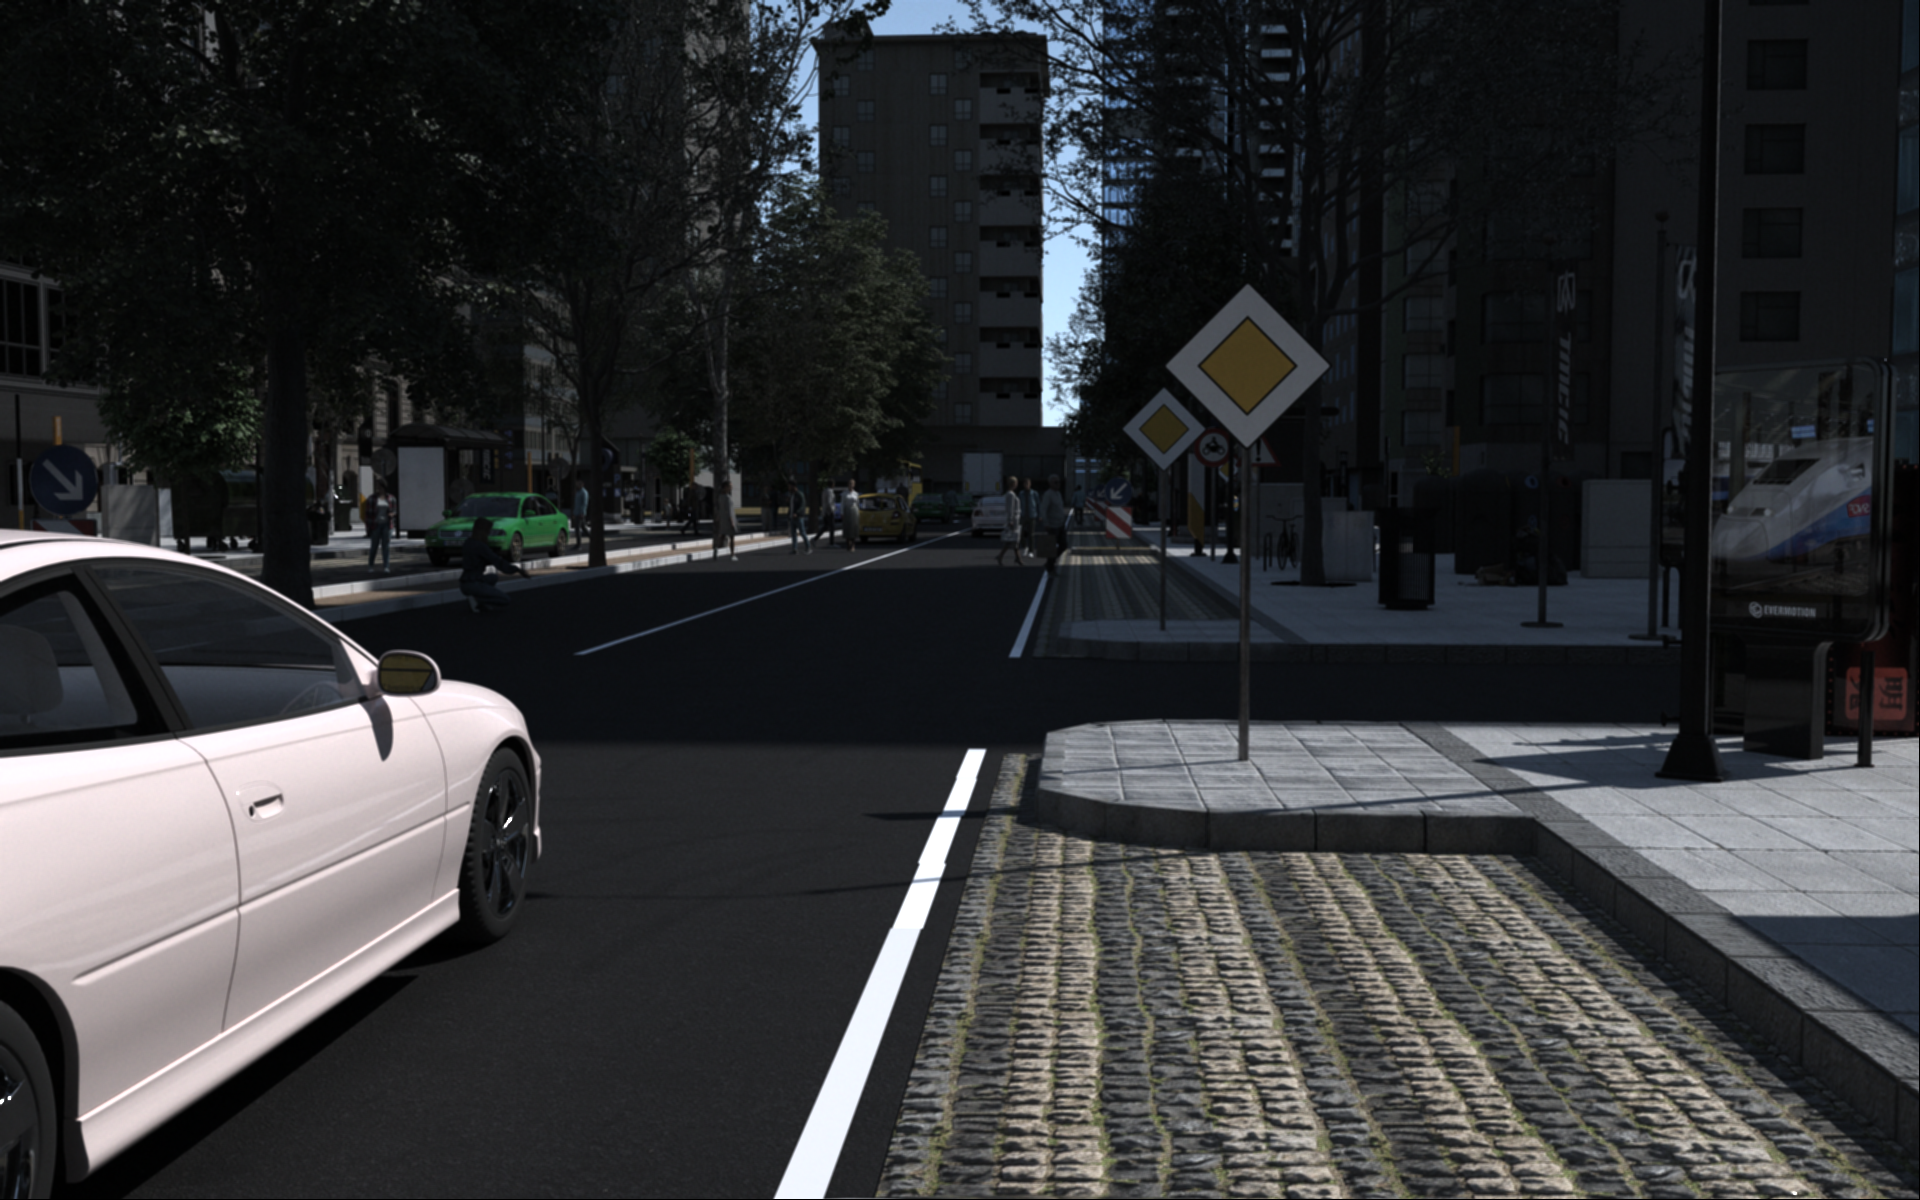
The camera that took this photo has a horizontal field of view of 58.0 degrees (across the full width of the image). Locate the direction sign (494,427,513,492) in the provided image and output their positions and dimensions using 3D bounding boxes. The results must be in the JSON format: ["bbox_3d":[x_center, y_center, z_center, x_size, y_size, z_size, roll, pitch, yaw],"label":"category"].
[{"bbox_3d":[-15.506,-4.074,58.603,0.379,3.537,0.876,3,5,42],"label":"direction sign"}]

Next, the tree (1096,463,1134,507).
[{"bbox_3d":[13.763,-10.339,152.764,4.285,4.588,4.351,0,3,0],"label":"tree"}]

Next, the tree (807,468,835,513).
[{"bbox_3d":[-9.969,-7.613,119.068,1.663,3.219,1.824,0,3,0],"label":"tree"}]

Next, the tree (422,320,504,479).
[{"bbox_3d":[-21.060,-7.477,72.615,4.360,8.622,3.978,0,3,0],"label":"tree"}]

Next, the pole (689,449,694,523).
[{"bbox_3d":[-12.002,-5.122,77.587,0.158,3.312,0.155,0,3,0],"label":"pole"}]

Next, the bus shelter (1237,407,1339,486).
[{"bbox_3d":[8.382,-4.181,45.991,2.179,5.291,8.768,0,4,4],"label":"bus shelter"}]

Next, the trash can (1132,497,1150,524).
[{"bbox_3d":[7.637,-3.764,73.202,0.748,1.137,0.748,0,3,0],"label":"trash can"}]

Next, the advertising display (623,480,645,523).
[{"bbox_3d":[-14.630,-4.439,77.798,0.974,1.923,0.123,0,4,2],"label":"advertising display"}]

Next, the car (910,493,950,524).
[{"bbox_3d":[-1.444,-4.648,84.798,1.959,1.807,4.718,0,4,4],"label":"car"}]

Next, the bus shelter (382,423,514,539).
[{"bbox_3d":[-15.254,-3.553,52.021,2.014,3.302,5.546,0,4,4],"label":"bus shelter"}]

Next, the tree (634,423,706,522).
[{"bbox_3d":[-13.312,-5.909,80.321,4.285,4.588,4.351,0,3,0],"label":"tree"}]

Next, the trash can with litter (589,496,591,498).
[{"bbox_3d":[-19.689,-4.926,91.600,1.678,1.210,2.233,1,4,14],"label":"trash can with litter"}]

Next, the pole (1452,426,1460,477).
[{"bbox_3d":[14.842,-3.550,51.879,0.158,3.312,0.155,0,3,0],"label":"pole"}]

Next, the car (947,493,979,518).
[{"bbox_3d":[0.108,-5.798,103.597,1.959,1.807,4.718,0,4,3],"label":"car"}]

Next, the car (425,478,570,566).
[{"bbox_3d":[-9.578,-1.668,36.062,1.959,1.807,4.718,0,4,6],"label":"car"}]

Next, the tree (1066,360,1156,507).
[{"bbox_3d":[9.912,-10.029,98.394,7.601,10.594,8.767,2,4,23],"label":"tree"}]

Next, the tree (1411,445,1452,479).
[{"bbox_3d":[18.590,-4.533,68.718,1.663,3.219,1.824,0,3,0],"label":"tree"}]

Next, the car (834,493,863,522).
[{"bbox_3d":[-5.603,-4.856,88.995,1.945,1.707,3.694,0,4,3],"label":"car"}]

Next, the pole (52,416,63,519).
[{"bbox_3d":[-23.726,-3.165,45.585,0.158,3.312,0.155,0,3,0],"label":"pole"}]

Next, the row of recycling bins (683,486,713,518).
[{"bbox_3d":[-13.711,-5.159,91.470,1.069,1.692,3.534,1,4,11],"label":"row of recycling bins"}]

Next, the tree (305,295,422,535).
[{"bbox_3d":[-19.585,-6.334,53.915,4.360,8.622,3.978,0,3,0],"label":"tree"}]

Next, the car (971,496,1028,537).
[{"bbox_3d":[1.381,-2.840,58.799,2.083,1.381,4.827,0,4,3],"label":"car"}]

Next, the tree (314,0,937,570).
[{"bbox_3d":[-6.892,-7.318,32.476,12.009,13.543,11.850,0,3,0],"label":"tree"}]

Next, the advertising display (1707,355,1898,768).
[{"bbox_3d":[4.047,-0.199,8.463,0.123,1.923,0.974,-2,4,-30],"label":"advertising display"}]

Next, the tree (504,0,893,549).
[{"bbox_3d":[-7.374,-11.438,45.359,12.611,20.169,13.585,0,3,0],"label":"tree"}]

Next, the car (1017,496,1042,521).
[{"bbox_3d":[3.696,-5.056,95.251,1.945,1.354,3.894,0,4,4],"label":"car"}]

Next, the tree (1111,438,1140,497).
[{"bbox_3d":[11.075,-9.843,111.292,4.360,8.622,3.978,0,3,0],"label":"tree"}]

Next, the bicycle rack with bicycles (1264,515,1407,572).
[{"bbox_3d":[6.299,-0.991,29.584,2.852,0.926,2.925,1,4,14],"label":"bicycle rack with bicycles"}]

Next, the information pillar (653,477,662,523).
[{"bbox_3d":[-13.334,-4.395,76.343,0.304,2.012,0.304,-1,4,-20],"label":"information pillar"}]

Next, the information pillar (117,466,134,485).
[{"bbox_3d":[-21.809,-2.495,45.289,0.304,2.012,0.304,0,4,-2],"label":"information pillar"}]

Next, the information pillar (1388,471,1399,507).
[{"bbox_3d":[13.754,-3.089,54.999,0.304,2.012,0.304,0,4,5],"label":"information pillar"}]

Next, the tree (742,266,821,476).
[{"bbox_3d":[-12.371,-11.315,91.655,9.857,13.997,8.962,0,3,0],"label":"tree"}]

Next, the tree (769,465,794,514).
[{"bbox_3d":[-11.319,-7.052,109.906,1.663,3.219,1.824,0,3,0],"label":"tree"}]

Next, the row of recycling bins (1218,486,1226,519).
[{"bbox_3d":[12.882,-4.712,84.151,1.069,1.692,3.534,-3,5,-42],"label":"row of recycling bins"}]

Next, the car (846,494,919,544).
[{"bbox_3d":[-2.283,-2.497,51.049,2.015,1.641,3.980,0,4,6],"label":"car"}]

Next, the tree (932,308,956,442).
[{"bbox_3d":[-4.390,-9.220,71.332,7.486,12.596,7.792,0,3,0],"label":"tree"}]

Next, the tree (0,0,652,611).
[{"bbox_3d":[-8.008,-6.795,20.208,9.857,13.997,8.962,0,3,0],"label":"tree"}]

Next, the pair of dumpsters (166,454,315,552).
[{"bbox_3d":[-16.622,-2.300,40.103,1.574,2.255,4.437,0,4,4],"label":"pair of dumpsters"}]

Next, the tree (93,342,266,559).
[{"bbox_3d":[-15.390,-3.098,34.372,4.285,4.588,4.351,0,3,0],"label":"tree"}]

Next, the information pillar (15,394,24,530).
[{"bbox_3d":[-22.083,-3.017,40.678,0.183,3.616,0.504,-2,4,-27],"label":"information pillar"}]

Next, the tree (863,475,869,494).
[{"bbox_3d":[-7.717,-9.656,152.474,1.663,3.219,1.824,0,3,0],"label":"tree"}]

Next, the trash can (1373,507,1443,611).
[{"bbox_3d":[4.974,-0.466,19.265,0.748,1.137,0.748,0,3,0],"label":"trash can"}]

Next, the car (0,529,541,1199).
[{"bbox_3d":[-2.459,0.502,4.158,2.083,1.381,4.827,0,4,3],"label":"car"}]

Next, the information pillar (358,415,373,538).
[{"bbox_3d":[-17.499,-3.651,51.051,0.183,3.616,0.504,2,4,27],"label":"information pillar"}]

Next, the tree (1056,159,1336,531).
[{"bbox_3d":[8.106,-8.714,59.488,9.611,12.733,9.660,0,3,0],"label":"tree"}]

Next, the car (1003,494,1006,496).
[{"bbox_3d":[3.502,-8.647,153.169,2.131,1.459,4.920,0,4,3],"label":"car"}]

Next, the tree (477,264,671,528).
[{"bbox_3d":[-14.543,-7.930,64.061,8.767,10.594,7.601,1,4,18],"label":"tree"}]

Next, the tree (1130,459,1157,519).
[{"bbox_3d":[9.598,-5.670,87.306,1.663,3.219,1.824,0,3,0],"label":"tree"}]

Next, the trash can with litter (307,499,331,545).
[{"bbox_3d":[-16.292,-1.952,43.298,1.055,1.170,0.624,0,4,5],"label":"trash can with litter"}]

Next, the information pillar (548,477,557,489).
[{"bbox_3d":[-17.411,-4.254,74.041,0.304,2.012,0.304,1,4,13],"label":"information pillar"}]

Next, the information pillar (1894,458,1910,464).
[{"bbox_3d":[19.248,-1.901,35.573,0.304,2.012,0.304,-2,4,-30],"label":"information pillar"}]

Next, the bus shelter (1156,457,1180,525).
[{"bbox_3d":[8.656,-4.547,68.263,2.014,3.302,5.546,0,4,4],"label":"bus shelter"}]

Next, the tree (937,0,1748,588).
[{"bbox_3d":[4.805,-6.936,23.776,12.009,13.543,11.850,0,3,0],"label":"tree"}]

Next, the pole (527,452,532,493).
[{"bbox_3d":[-20.832,-5.506,83.874,0.158,3.312,0.155,0,3,0],"label":"pole"}]

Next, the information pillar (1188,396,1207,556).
[{"bbox_3d":[4.874,-2.709,35.640,0.183,3.616,0.504,3,5,43],"label":"information pillar"}]

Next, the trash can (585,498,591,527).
[{"bbox_3d":[-14.239,-3.395,67.167,0.748,1.137,0.748,0,3,0],"label":"trash can"}]

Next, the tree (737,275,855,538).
[{"bbox_3d":[-5.432,-6.287,55.616,4.360,8.622,3.978,0,3,0],"label":"tree"}]

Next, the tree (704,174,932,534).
[{"bbox_3d":[-5.300,-8.628,61.646,7.486,12.596,7.792,0,3,0],"label":"tree"}]

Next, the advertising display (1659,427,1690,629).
[{"bbox_3d":[6.932,-0.676,16.260,0.123,1.923,0.974,-1,4,-17],"label":"advertising display"}]
